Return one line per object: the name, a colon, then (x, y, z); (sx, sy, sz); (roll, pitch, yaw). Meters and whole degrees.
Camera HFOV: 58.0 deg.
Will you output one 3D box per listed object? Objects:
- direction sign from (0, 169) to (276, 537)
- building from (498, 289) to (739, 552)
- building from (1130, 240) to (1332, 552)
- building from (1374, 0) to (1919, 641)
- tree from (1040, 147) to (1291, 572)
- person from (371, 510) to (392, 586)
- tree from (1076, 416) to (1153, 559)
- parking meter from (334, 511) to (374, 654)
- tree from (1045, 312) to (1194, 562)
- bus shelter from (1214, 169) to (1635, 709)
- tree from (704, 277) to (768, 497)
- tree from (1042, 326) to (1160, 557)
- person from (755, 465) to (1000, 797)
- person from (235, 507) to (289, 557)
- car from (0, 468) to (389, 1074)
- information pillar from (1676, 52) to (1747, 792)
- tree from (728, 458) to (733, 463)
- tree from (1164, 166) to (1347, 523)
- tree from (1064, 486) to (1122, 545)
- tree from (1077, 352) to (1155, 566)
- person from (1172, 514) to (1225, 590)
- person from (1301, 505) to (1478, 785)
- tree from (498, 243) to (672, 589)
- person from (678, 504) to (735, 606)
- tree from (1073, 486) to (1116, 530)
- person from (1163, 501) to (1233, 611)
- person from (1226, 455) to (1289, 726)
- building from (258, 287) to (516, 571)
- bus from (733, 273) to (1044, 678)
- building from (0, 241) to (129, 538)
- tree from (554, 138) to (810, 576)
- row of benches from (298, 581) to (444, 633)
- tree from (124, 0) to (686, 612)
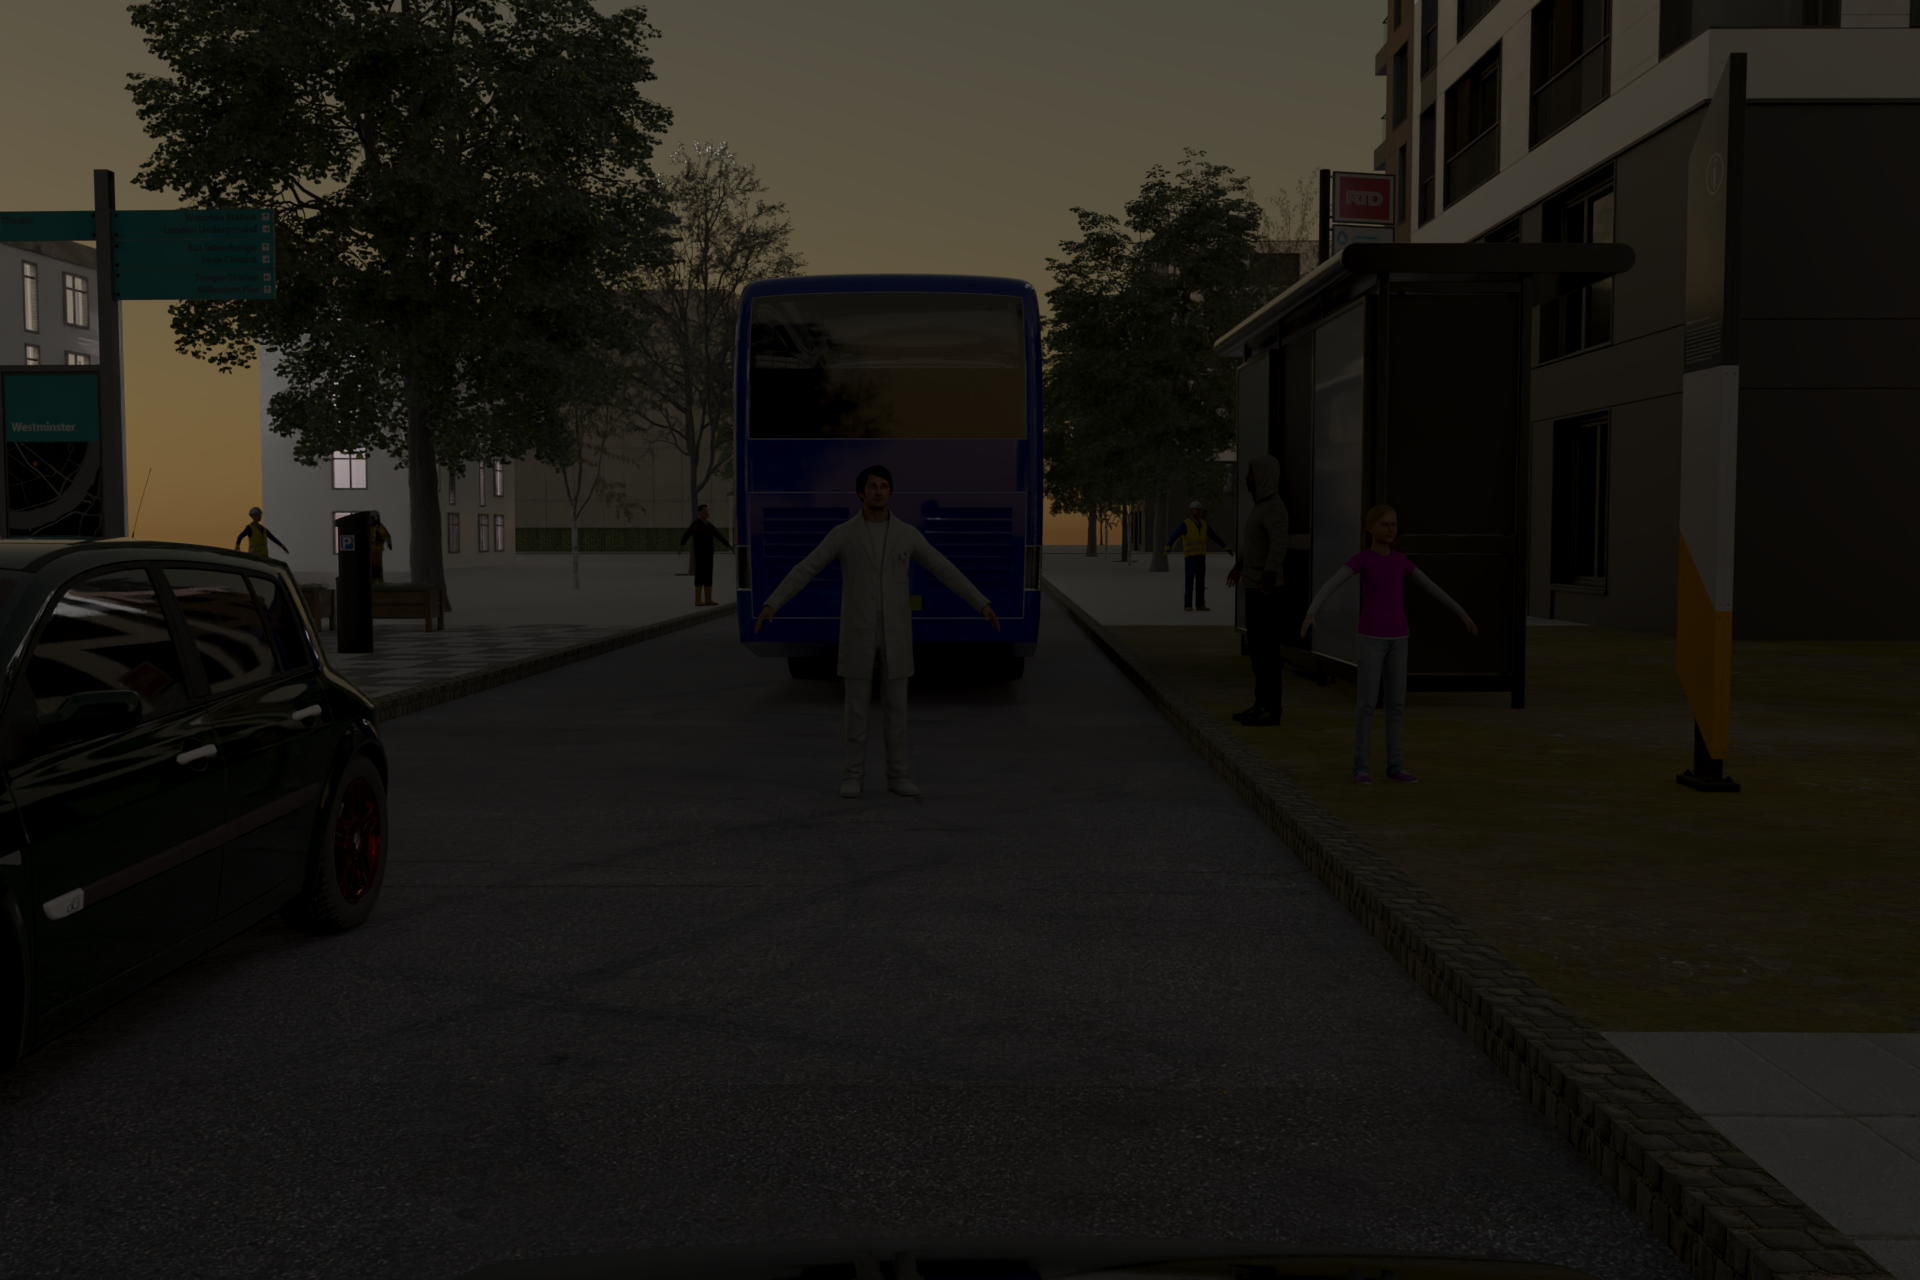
direction sign: (-6.248, -1.505, 13.377); (2.525, 3.948, 1.411); (0, 4, 3)
building: (-24.652, -16.805, 141.220); (16.747, 18.905, 31.486); (0, 4, 2)
building: (27.311, -17.921, 136.983); (27.936, 21.610, 32.646); (0, 4, 1)
building: (22.886, -11.760, 36.254); (27.936, 21.610, 32.646); (0, 4, 1)
tree: (6.844, -9.319, 59.025); (9.857, 13.997, 8.962); (0, 3, 0)
person: (-13.875, -2.157, 41.036); (1.354, 1.858, 0.705); (2, 4, 32)
tree: (7.218, -8.401, 87.715); (4.360, 8.622, 3.978); (0, 3, 0)
parking meter: (-6.549, -0.630, 18.716); (0.372, 1.533, 0.369); (0, 3, 0)
tree: (7.472, -9.403, 79.488); (9.928, 11.665, 9.643); (0, 3, 0)
bus shelter: (3.789, -2.397, 16.816); (2.179, 5.291, 8.768); (0, 4, 0)
tree: (-7.818, -9.668, 76.191); (7.486, 12.596, 7.792); (0, 3, 0)
tree: (7.474, -11.730, 98.433); (9.857, 13.997, 8.962); (0, 3, 0)
person: (-0.457, -0.053, 9.516); (1.347, 1.806, 0.705); (-1, 4, -11)
person: (-12.590, -1.513, 31.196); (0.721, 1.772, 1.216); (2, 4, 25)
car: (-3.050, 0.298, 4.920); (2.009, 1.686, 4.222); (0, 4, 1)
information pillar: (3.784, -1.063, 8.736); (0.183, 3.616, 0.504); (0, 4, 1)
tree: (-7.861, -9.271, 85.995); (8.767, 10.594, 7.601); (1, 4, 16)
tree: (6.386, -5.171, 34.906); (4.360, 8.622, 3.978); (0, 3, 0)
tree: (15.898, -17.468, 195.972); (12.009, 13.543, 11.850); (0, 3, 0)
tree: (6.906, -7.304, 69.781); (4.360, 8.622, 3.978); (0, 3, 0)
person: (5.488, -2.092, 40.068); (1.347, 1.847, 0.705); (-1, 4, -20)
person: (2.192, 0.023, 8.883); (0.991, 1.433, 0.599); (-1, 4, -15)
tree: (-9.120, -5.525, 40.699); (4.360, 8.622, 3.978); (0, 3, 0)
person: (-4.546, -1.513, 30.875); (0.704, 1.812, 1.346); (3, 5, 40)
tree: (8.144, -9.575, 106.919); (4.737, 8.622, 4.395); (0, 3, 0)
person: (3.933, -1.399, 28.849); (1.349, 1.833, 0.705); (-2, 4, -25)
person: (2.026, -0.342, 11.718); (0.705, 1.813, 1.348); (0, 4, -1)
building: (-23.205, -8.006, 73.043); (9.099, 9.664, 28.070); (0, 4, 0)
bus: (-0.481, -1.745, 20.075); (2.896, 3.916, 12.251); (0, 4, 1)
building: (-26.571, -5.920, 38.943); (9.099, 9.664, 28.070); (0, 4, 2)
tree: (-8.081, -8.734, 53.173); (12.009, 13.543, 11.850); (0, 3, 0)
row of benches: (-8.773, -0.449, 22.811); (4.104, 0.672, 1.422); (0, 4, -1)
tree: (-8.719, -7.429, 28.118); (9.857, 13.997, 8.962); (0, 3, 0)
